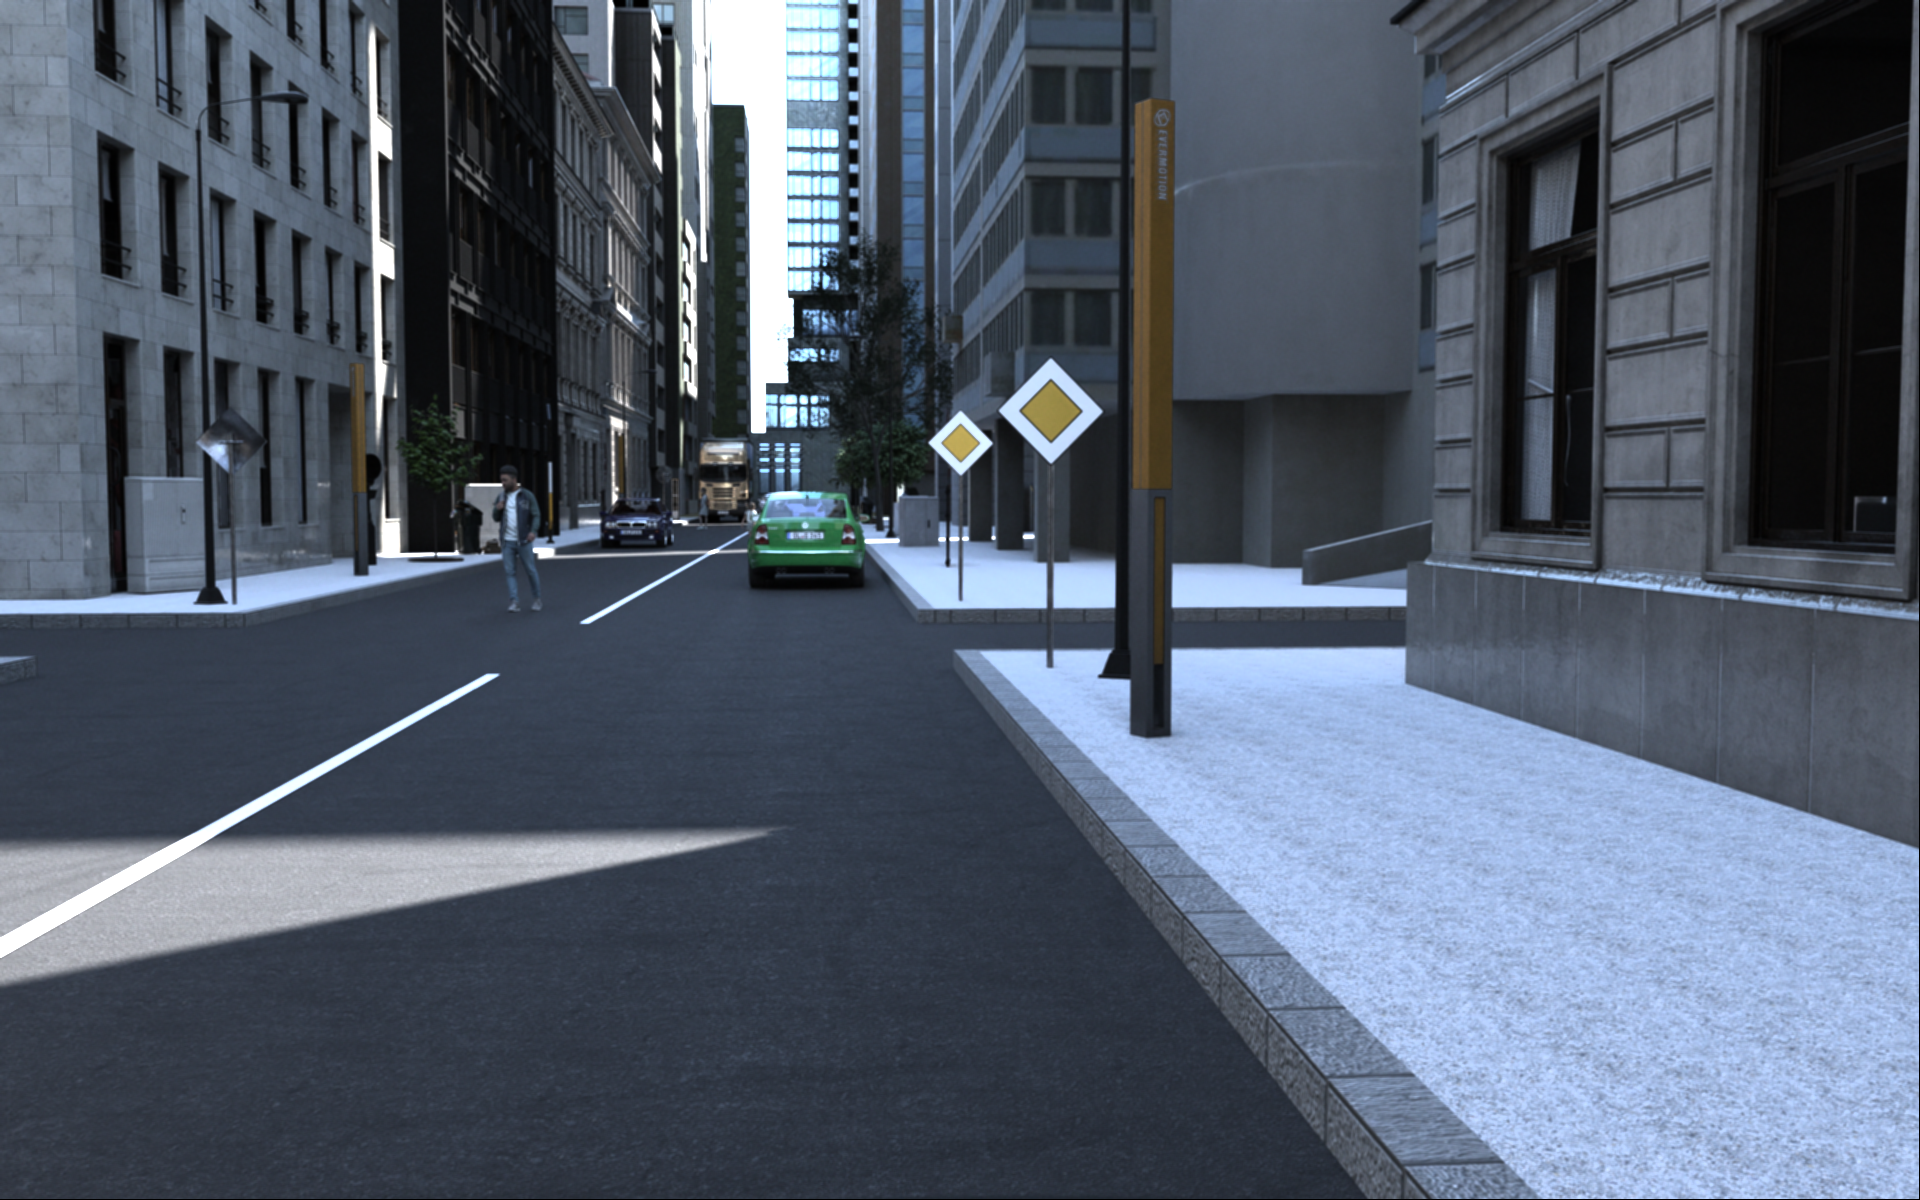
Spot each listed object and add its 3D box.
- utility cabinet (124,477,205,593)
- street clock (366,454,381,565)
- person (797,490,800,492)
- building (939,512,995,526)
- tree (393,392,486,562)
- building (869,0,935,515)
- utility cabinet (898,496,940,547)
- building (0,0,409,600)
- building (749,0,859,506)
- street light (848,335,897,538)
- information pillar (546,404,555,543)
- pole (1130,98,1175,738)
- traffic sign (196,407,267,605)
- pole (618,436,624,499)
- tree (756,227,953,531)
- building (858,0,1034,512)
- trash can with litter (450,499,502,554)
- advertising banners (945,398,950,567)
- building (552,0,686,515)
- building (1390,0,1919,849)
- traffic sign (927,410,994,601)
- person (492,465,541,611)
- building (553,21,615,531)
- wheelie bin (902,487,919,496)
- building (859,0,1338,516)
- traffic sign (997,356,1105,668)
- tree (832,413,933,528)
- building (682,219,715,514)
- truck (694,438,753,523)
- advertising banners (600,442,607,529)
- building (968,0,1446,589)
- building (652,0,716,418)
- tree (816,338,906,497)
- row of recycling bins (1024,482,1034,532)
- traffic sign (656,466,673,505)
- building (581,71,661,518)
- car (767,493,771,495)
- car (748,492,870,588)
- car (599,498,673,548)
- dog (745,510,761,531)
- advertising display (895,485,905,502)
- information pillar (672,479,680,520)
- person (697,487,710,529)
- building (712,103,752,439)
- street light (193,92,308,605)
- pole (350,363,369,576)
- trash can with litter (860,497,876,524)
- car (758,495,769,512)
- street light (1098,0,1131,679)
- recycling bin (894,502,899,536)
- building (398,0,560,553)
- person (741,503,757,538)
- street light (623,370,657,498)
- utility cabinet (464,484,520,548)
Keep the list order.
[{"bbox_3d":[-10.334,-0.854,22.649,0.318,1.500,1.173,1,4,18],"label":"utility cabinet"},{"bbox_3d":[-10.671,-1.629,31.210,0.358,2.002,0.471,2,4,30],"label":"street clock"},{"bbox_3d":[-10.754,-6.527,116.016,0.445,1.727,0.742,3,5,41],"label":"person"},{"bbox_3d":[9.273,-33.011,81.735,21.231,58.520,28.212,0,4,-5],"label":"building"},{"bbox_3d":[-9.899,-2.354,33.084,1.663,3.219,1.824,0,3,0],"label":"tree"},{"bbox_3d":[1.365,-28.133,110.086,14.600,45.320,14.200,0,4,-5],"label":"building"},{"bbox_3d":[-0.997,-1.911,42.404,1.020,1.237,0.306,-2,4,-35],"label":"utility cabinet"},{"bbox_3d":[-16.499,-10.618,28.356,10.420,20.320,16.860,0,4,-5],"label":"building"},{"bbox_3d":[-7.301,-53.647,189.800,31.000,86.520,22.319,0,4,-5],"label":"building"},{"bbox_3d":[-2.572,-4.784,50.765,1.470,5.913,1.316,0,4,-5],"label":"street light"},{"bbox_3d":[-10.670,-3.284,45.040,0.183,3.616,0.504,-1,4,-17],"label":"information pillar"},{"bbox_3d":[1.012,-0.933,9.105,0.158,3.312,0.155,0,3,0],"label":"pole"},{"bbox_3d":[-8.412,-1.002,20.025,0.795,2.450,0.064,0,4,-5],"label":"traffic sign"},{"bbox_3d":[-11.868,-4.086,60.653,0.158,3.312,0.155,0,3,0],"label":"pole"},{"bbox_3d":[-2.783,-7.683,60.034,8.767,10.594,7.601,0,4,-7],"label":"tree"},{"bbox_3d":[1.322,-37.569,156.256,21.231,58.520,28.212,0,4,-5],"label":"building"},{"bbox_3d":[-10.332,-1.574,37.128,1.055,1.170,0.624,-3,5,-40],"label":"trash can with litter"},{"bbox_3d":[-0.212,-2.144,31.240,0.090,3.025,2.074,0,4,0],"label":"advertising banners"},{"bbox_3d":[-23.770,-20.145,101.068,14.160,30.474,14.107,0,4,-5],"label":"building"},{"bbox_3d":[8.452,-8.433,2.512,10.561,19.102,19.286,0,4,-5],"label":"building"},{"bbox_3d":[0.006,-1.043,20.696,0.795,2.450,0.064,0,4,-5],"label":"traffic sign"},{"bbox_3d":[-5.435,-0.757,21.224,0.623,1.781,0.721,0,4,-3],"label":"person"},{"bbox_3d":[-18.764,-12.082,62.165,10.561,19.102,19.286,0,4,-5],"label":"building"},{"bbox_3d":[-2.376,-4.581,82.807,0.980,1.594,0.693,-3,5,-39],"label":"wheelie bin"},{"bbox_3d":[8.672,-26.794,129.967,32.217,40.220,23.993,0,4,-5],"label":"building"},{"bbox_3d":[0.662,-0.556,12.738,0.795,2.450,0.064,0,4,-5],"label":"traffic sign"},{"bbox_3d":[-2.558,-5.081,66.782,4.285,4.588,4.351,0,3,0],"label":"tree"},{"bbox_3d":[-32.126,-16.951,122.190,27.650,21.520,28.899,0,4,-5],"label":"building"},{"bbox_3d":[-11.984,-6.122,89.011,2.839,4.237,11.283,0,4,-6],"label":"truck"},{"bbox_3d":[-12.264,-3.877,59.575,0.090,3.025,2.074,-1,4,-16],"label":"advertising banners"},{"bbox_3d":[12.142,-21.159,37.836,23.993,40.220,32.217,0,4,-5],"label":"building"},{"bbox_3d":[-35.588,-34.487,153.098,27.495,52.752,28.713,0,4,-5],"label":"building"},{"bbox_3d":[-4.490,-7.928,79.987,4.360,8.622,3.978,0,3,0],"label":"tree"},{"bbox_3d":[2.828,-3.195,59.350,1.069,1.692,3.534,3,4,38],"label":"row of recycling bins"},{"bbox_3d":[-13.266,-4.747,77.715,0.768,2.556,0.104,0,4,-1],"label":"traffic sign"},{"bbox_3d":[-20.897,-15.044,82.132,11.583,22.565,21.152,0,4,-5],"label":"building"},{"bbox_3d":[-15.846,-8.427,147.374,1.945,1.707,3.694,0,4,-4],"label":"car"},{"bbox_3d":[-2.429,-1.172,27.956,1.959,1.807,4.718,0,4,-3],"label":"car"},{"bbox_3d":[-8.832,-2.134,47.467,1.945,1.354,3.894,0,4,-5],"label":"car"},{"bbox_3d":[-8.160,-3.088,67.320,0.800,0.831,0.513,1,4,9],"label":"dog"},{"bbox_3d":[-3.247,-5.399,93.491,0.123,1.923,0.974,2,4,24],"label":"advertising display"},{"bbox_3d":[-13.857,-4.890,84.447,0.304,2.012,0.304,0,4,5],"label":"information pillar"},{"bbox_3d":[-10.503,-3.763,71.033,0.522,1.701,0.512,0,4,4],"label":"person"},{"bbox_3d":[-29.373,-30.639,184.548,14.086,41.232,14.154,0,4,-5],"label":"building"},{"bbox_3d":[-8.224,-2.910,20.116,1.470,5.913,1.316,0,4,-5],"label":"street light"},{"bbox_3d":[-9.425,-2.038,27.164,0.158,3.312,0.155,0,3,0],"label":"pole"},{"bbox_3d":[-3.813,-3.834,74.073,0.624,1.170,1.055,-3,5,-39],"label":"trash can with litter"},{"bbox_3d":[-15.280,-7.813,140.109,2.083,1.381,4.827,0,4,-5],"label":"car"},{"bbox_3d":[0.602,-2.409,11.935,1.470,5.913,1.316,0,4,-5],"label":"street light"},{"bbox_3d":[-1.627,-2.467,52.887,0.722,1.027,0.722,0,4,6],"label":"recycling bin"},{"bbox_3d":[-17.867,-13.140,44.522,12.332,23.373,15.834,0,4,-5],"label":"building"},{"bbox_3d":[-5.429,-1.905,44.654,0.505,1.210,0.382,1,4,17],"label":"person"},{"bbox_3d":[-12.024,-5.648,64.878,1.470,5.913,1.316,0,4,-5],"label":"street light"},{"bbox_3d":[-10.343,-1.814,38.331,1.173,1.500,0.318,0,4,7],"label":"utility cabinet"}]
